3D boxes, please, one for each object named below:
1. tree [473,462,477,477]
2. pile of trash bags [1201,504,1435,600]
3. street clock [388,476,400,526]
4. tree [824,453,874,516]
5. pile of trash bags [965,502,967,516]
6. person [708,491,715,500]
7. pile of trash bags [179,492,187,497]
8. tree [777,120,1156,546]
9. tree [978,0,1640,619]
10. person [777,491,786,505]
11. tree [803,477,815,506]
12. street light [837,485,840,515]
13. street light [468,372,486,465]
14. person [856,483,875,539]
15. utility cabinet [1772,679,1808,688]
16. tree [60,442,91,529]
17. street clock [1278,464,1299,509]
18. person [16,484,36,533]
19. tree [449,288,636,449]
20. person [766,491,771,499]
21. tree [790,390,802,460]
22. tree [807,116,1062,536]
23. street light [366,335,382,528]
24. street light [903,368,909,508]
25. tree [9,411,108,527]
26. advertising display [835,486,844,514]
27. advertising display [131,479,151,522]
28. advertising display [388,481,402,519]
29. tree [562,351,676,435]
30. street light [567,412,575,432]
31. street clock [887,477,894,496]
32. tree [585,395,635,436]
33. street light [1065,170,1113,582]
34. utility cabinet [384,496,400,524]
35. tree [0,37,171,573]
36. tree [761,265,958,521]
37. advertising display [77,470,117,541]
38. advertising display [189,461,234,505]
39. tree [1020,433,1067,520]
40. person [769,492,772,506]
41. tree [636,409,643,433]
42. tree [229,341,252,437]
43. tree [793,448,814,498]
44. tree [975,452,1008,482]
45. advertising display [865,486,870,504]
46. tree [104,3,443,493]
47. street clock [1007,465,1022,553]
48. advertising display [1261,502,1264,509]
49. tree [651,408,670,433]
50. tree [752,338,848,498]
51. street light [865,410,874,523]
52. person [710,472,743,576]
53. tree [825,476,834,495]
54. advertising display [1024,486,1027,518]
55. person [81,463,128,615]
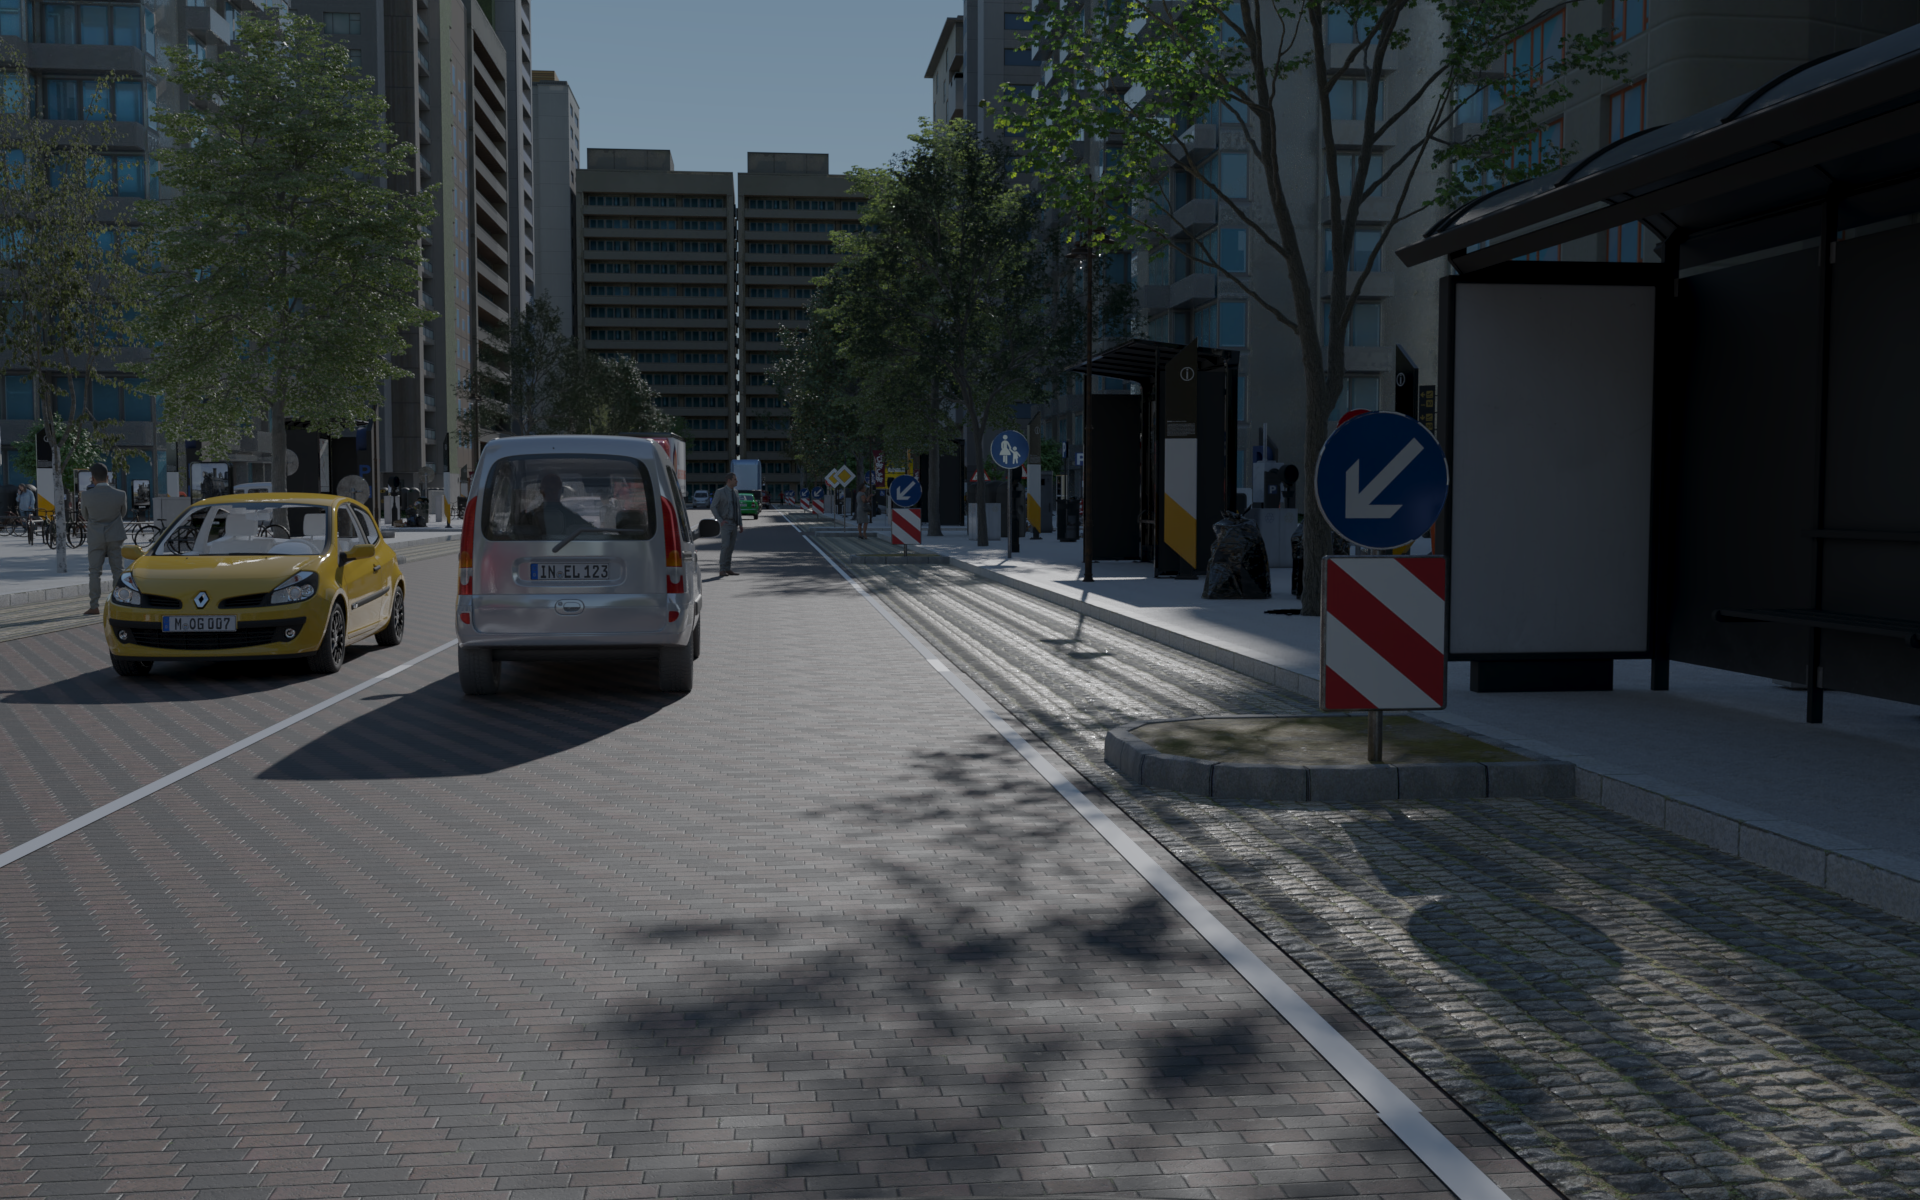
[{"bbox_3d":[-34.840,-8.909,129.374,4.285,4.588,4.351,0,3,0],"label":"tree"},{"bbox_3d":[4.615,-0.708,21.328,3.447,1.369,1.912,2,4,25],"label":"pile of trash bags"},{"bbox_3d":[-22.541,-3.942,69.022,0.358,2.002,0.471,1,4,18],"label":"street clock"},{"bbox_3d":[-6.334,-7.229,101.900,4.285,4.588,4.351,0,3,0],"label":"tree"},{"bbox_3d":[-0.597,-5.761,103.948,1.912,1.369,3.447,-1,4,-8],"label":"pile of trash bags"},{"bbox_3d":[-24.626,-10.041,173.394,1.217,1.735,0.721,-2,4,-28],"label":"person"},{"bbox_3d":[-29.327,-3.556,67.888,1.912,1.369,3.447,2,4,31],"label":"pile of trash bags"},{"bbox_3d":[0.625,-6.617,42.604,8.767,10.594,7.601,0,4,6],"label":"tree"},{"bbox_3d":[3.827,-5.652,18.168,9.928,11.665,9.643,0,3,0],"label":"tree"},{"bbox_3d":[-20.645,-11.765,200.787,1.348,1.831,0.705,-3,5,-41],"label":"person"},{"bbox_3d":[-16.292,-11.783,187.253,1.663,3.219,1.824,0,3,0],"label":"tree"},{"bbox_3d":[-7.585,-8.278,108.137,0.468,5.910,1.993,0,4,-7],"label":"street light"},{"bbox_3d":[-18.217,-5.662,65.361,0.468,5.910,1.993,0,4,-7],"label":"street light"},{"bbox_3d":[-2.959,-2.787,54.433,0.532,1.782,0.716,-1,4,-20],"label":"person"},{"bbox_3d":[6.005,-0.165,11.370,1.173,1.500,0.318,0,4,2],"label":"utility cabinet"},{"bbox_3d":[-33.328,-4.291,64.759,1.663,3.219,1.824,0,3,0],"label":"tree"},{"bbox_3d":[8.031,-2.313,42.387,0.471,2.002,0.358,-2,4,-28],"label":"street clock"},{"bbox_3d":[-32.255,-3.129,59.917,0.793,1.790,0.793,-2,4,-31],"label":"person"},{"bbox_3d":[-19.457,-8.781,77.984,7.601,10.594,8.767,0,4,1],"label":"tree"},{"bbox_3d":[-19.497,-10.225,176.194,0.721,1.766,1.217,1,4,11],"label":"person"},{"bbox_3d":[-8.798,-12.780,127.083,7.486,12.596,7.792,0,3,0],"label":"tree"},{"bbox_3d":[-0.652,-8.201,52.208,7.486,12.596,7.792,0,3,0],"label":"tree"},{"bbox_3d":[-16.159,-4.590,47.839,0.468,5.910,1.993,0,4,-7],"label":"street light"},{"bbox_3d":[-1.816,-5.235,58.384,0.468,5.910,1.993,0,4,-7],"label":"street light"},{"bbox_3d":[-35.386,-5.159,68.055,4.285,4.588,4.351,0,3,0],"label":"tree"},{"bbox_3d":[-7.621,-6.404,109.913,0.123,1.923,0.974,2,4,27],"label":"advertising display"},{"bbox_3d":[-36.247,-4.369,76.650,0.123,1.923,0.974,1,4,19],"label":"advertising display"},{"bbox_3d":[-28.184,-4.963,86.354,0.974,1.923,0.123,3,4,37],"label":"advertising display"},{"bbox_3d":[-27.581,-13.615,139.619,9.611,12.733,9.660,0,3,0],"label":"tree"},{"bbox_3d":[-21.892,-7.634,97.596,0.468,5.910,1.993,0,4,-7],"label":"street light"},{"bbox_3d":[-2.965,-4.272,74.410,0.358,2.002,0.471,1,4,15],"label":"street clock"},{"bbox_3d":[-25.233,-10.586,123.446,4.360,8.622,3.978,0,3,0],"label":"tree"},{"bbox_3d":[1.879,-3.204,25.166,0.468,5.910,1.993,0,4,-7],"label":"street light"},{"bbox_3d":[-24.216,-3.832,73.817,0.306,1.237,1.020,0,4,4],"label":"utility cabinet"},{"bbox_3d":[-14.643,-4.737,27.805,4.360,8.622,3.978,0,3,0],"label":"tree"},{"bbox_3d":[-4.869,-10.227,84.217,9.611,12.733,9.660,0,3,0],"label":"tree"},{"bbox_3d":[-23.588,-2.580,47.392,0.974,1.923,0.123,-2,4,-25],"label":"advertising display"},{"bbox_3d":[-14.812,-1.780,34.315,0.974,1.923,0.123,1,4,19],"label":"advertising display"},{"bbox_3d":[3.659,-6.225,85.486,4.285,4.588,4.351,0,3,0],"label":"tree"},{"bbox_3d":[-23.875,-12.676,216.427,0.721,1.739,1.217,3,4,36],"label":"person"},{"bbox_3d":[-23.203,-10.561,107.078,8.767,10.594,7.601,2,4,24],"label":"tree"},{"bbox_3d":[-33.655,-7.749,77.056,4.360,8.622,3.978,0,3,0],"label":"tree"},{"bbox_3d":[-15.932,-14.245,183.266,4.737,8.622,4.395,0,3,0],"label":"tree"},{"bbox_3d":[1.209,-5.045,77.089,1.663,3.219,1.824,0,3,0],"label":"tree"},{"bbox_3d":[-5.679,-6.264,107.628,0.974,1.923,0.123,0,4,3],"label":"advertising display"},{"bbox_3d":[-15.690,-7.496,40.682,7.486,12.596,7.792,0,3,0],"label":"tree"},{"bbox_3d":[1.196,-2.043,37.978,0.358,2.002,0.471,-1,4,-14],"label":"street clock"},{"bbox_3d":[10.373,-3.243,58.234,0.123,1.923,0.974,2,4,33],"label":"advertising display"},{"bbox_3d":[-35.672,-17.410,210.416,9.928,11.665,9.643,0,3,0],"label":"tree"},{"bbox_3d":[-18.258,-21.371,205.297,12.611,20.169,13.585,0,3,0],"label":"tree"},{"bbox_3d":[-3.925,-6.307,75.900,0.468,5.910,1.993,0,4,-7],"label":"street light"},{"bbox_3d":[-4.076,-1.335,30.432,0.391,1.810,0.635,2,4,27],"label":"person"},{"bbox_3d":[-10.050,-11.290,134.959,4.360,8.622,3.978,0,3,0],"label":"tree"},{"bbox_3d":[3.456,-5.322,92.232,0.974,1.923,0.123,1,4,17],"label":"advertising display"},{"bbox_3d":[-10.191,-0.730,20.624,0.511,1.800,0.466,-3,5,-43],"label":"person"}]
